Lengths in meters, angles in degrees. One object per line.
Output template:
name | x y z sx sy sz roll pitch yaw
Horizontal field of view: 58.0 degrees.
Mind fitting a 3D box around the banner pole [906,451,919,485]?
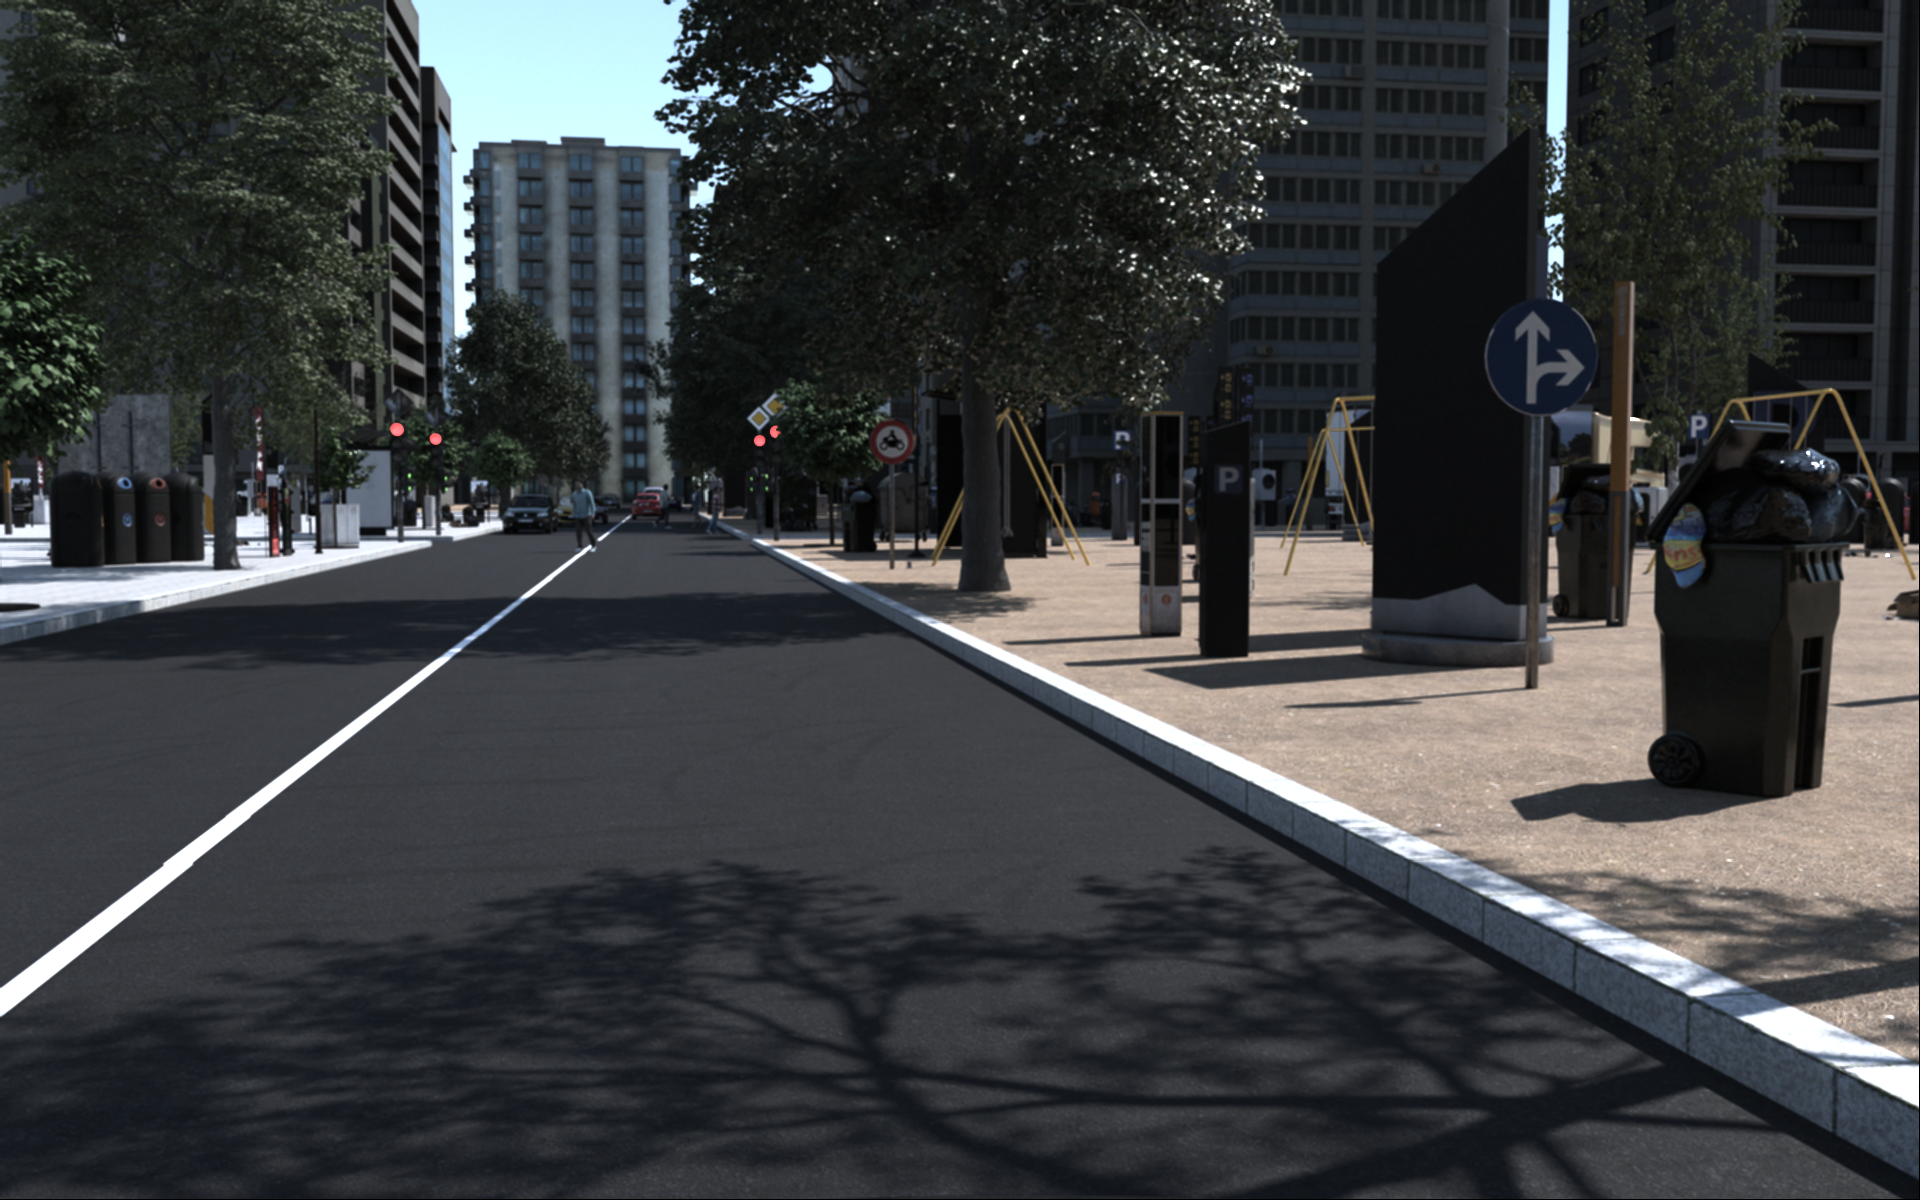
banner pole | -2.270 -5.831 85.361 0.863 3.779 0.401 1 4 11

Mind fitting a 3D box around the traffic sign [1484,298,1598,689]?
traffic sign | 3.775 -0.688 11.361 0.768 2.556 0.104 0 4 -7

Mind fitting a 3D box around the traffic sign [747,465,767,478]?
traffic sign | -6.721 -3.558 58.185 0.884 2.594 0.081 0 4 -3

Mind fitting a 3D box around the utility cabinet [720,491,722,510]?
utility cabinet | -17.366 -7.239 127.039 0.318 1.500 1.173 2 4 24

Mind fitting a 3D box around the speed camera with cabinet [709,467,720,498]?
speed camera with cabinet | -14.908 -7.071 109.946 2.038 3.252 0.660 -1 4 -9

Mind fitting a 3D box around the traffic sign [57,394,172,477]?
traffic sign | -17.259 -2.537 35.347 2.265 3.308 0.079 0 4 -2

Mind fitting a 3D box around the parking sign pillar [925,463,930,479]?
parking sign pillar | -1.740 -7.791 115.855 1.447 3.967 1.447 3 4 38

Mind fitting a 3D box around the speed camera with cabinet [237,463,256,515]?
speed camera with cabinet | -44.895 -7.011 108.969 0.660 3.252 2.038 -3 5 -40

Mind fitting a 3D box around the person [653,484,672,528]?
person | -12.382 -3.900 72.116 0.795 1.843 0.661 -2 4 -29

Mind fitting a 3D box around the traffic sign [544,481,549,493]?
traffic sign | -30.282 -7.703 126.057 0.768 2.556 0.104 0 4 -1

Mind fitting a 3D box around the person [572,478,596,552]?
person | -9.296 -2.104 42.913 0.660 1.820 0.620 1 4 16

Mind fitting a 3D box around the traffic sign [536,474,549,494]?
traffic sign | -26.057 -6.605 108.104 0.768 2.556 0.104 0 4 -4

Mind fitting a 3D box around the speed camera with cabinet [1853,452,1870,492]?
speed camera with cabinet | 40.247 -5.165 78.791 2.038 3.252 0.660 0 4 1

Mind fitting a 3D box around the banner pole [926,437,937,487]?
banner pole | -1.270 -5.232 75.566 0.401 3.779 0.863 -3 5 -40

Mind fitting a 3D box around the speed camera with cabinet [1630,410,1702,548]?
speed camera with cabinet | 16.788 -2.868 41.221 0.660 3.252 2.038 -3 5 -44

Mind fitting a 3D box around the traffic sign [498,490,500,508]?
traffic sign | -28.253 -6.484 106.125 0.768 2.556 0.104 0 4 -5

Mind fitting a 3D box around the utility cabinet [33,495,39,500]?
utility cabinet | -58.584 -6.003 109.308 0.306 1.237 1.020 1 4 20

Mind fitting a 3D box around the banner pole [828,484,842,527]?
banner pole | -4.889 -4.684 66.592 0.401 3.779 0.863 -1 4 -10

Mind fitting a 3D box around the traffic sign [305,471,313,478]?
traffic sign | -21.753 -3.596 58.796 0.884 2.594 0.081 -1 4 -10

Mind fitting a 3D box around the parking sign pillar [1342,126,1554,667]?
parking sign pillar | 3.880 -1.525 13.413 1.447 3.967 1.447 -3 5 -43

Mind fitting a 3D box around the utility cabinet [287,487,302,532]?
utility cabinet | -22.242 -3.009 57.872 0.318 1.500 1.173 -2 4 -28

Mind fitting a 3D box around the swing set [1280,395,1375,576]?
swing set | 7.191 -1.799 27.037 2.862 2.851 3.119 -3 5 -44

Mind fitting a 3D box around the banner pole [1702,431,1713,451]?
banner pole | 25.955 -4.310 60.489 0.401 3.779 0.863 -2 4 -35

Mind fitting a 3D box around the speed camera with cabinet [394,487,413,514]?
speed camera with cabinet | -35.606 -7.081 110.109 0.660 3.252 2.038 1 4 15

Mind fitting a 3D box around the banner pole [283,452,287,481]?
banner pole | -39.339 -6.787 100.982 0.401 3.779 0.863 -2 4 -31

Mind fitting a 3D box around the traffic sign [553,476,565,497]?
traffic sign | -28.635 -7.562 123.649 0.884 2.594 0.081 0 4 -4

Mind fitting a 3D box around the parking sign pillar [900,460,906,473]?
parking sign pillar | -3.509 -7.704 114.435 1.447 3.967 1.447 -2 4 -29

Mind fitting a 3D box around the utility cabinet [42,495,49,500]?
utility cabinet | -47.602 -4.835 90.209 0.306 1.237 1.020 -2 4 -34

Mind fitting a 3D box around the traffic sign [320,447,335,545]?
traffic sign | -15.191 -2.563 42.016 0.768 2.556 0.104 0 4 -5

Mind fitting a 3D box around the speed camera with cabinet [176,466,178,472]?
speed camera with cabinet | -54.045 -7.741 120.893 0.660 3.252 2.038 3 4 38

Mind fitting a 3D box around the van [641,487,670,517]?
van | -19.686 -6.395 111.570 2.013 2.044 4.112 -1 4 -9

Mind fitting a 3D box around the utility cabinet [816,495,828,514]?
utility cabinet | -8.894 -6.028 109.721 1.020 1.237 0.306 -1 4 -23

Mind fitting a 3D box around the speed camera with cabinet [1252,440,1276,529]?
speed camera with cabinet | 10.402 -4.162 62.388 2.038 3.252 0.660 -2 4 -28

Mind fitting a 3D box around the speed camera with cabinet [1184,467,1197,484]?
speed camera with cabinet | 7.878 -4.151 62.206 2.038 3.252 0.660 -2 4 -24

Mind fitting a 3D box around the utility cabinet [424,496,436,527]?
utility cabinet | -20.726 -3.466 67.832 0.306 1.237 1.020 0 4 -6

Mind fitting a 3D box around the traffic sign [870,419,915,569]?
traffic sign | -1.161 -1.801 29.560 0.768 2.556 0.104 0 4 -6

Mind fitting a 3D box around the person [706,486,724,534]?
person | -8.837 -3.245 62.399 0.643 1.720 0.563 -1 4 -10

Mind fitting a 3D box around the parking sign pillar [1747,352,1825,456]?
parking sign pillar | 15.572 -2.706 32.721 1.447 3.967 1.447 1 4 15

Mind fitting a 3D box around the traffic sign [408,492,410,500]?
traffic sign | -24.551 -4.711 77.125 0.768 2.556 0.104 0 4 -2

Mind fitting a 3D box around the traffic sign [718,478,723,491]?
traffic sign | -15.178 -6.639 110.684 0.606 2.300 0.079 0 4 -5

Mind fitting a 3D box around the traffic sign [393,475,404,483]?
traffic sign | -23.065 -4.294 71.393 0.795 2.450 0.064 0 4 -1

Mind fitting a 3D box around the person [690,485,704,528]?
person | -11.110 -3.960 73.273 0.654 1.822 0.581 -2 4 -26

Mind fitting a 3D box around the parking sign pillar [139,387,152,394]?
parking sign pillar | -20.886 -3.353 43.298 1.447 3.967 1.447 3 4 36

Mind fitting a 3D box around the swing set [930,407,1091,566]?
swing set | 0.873 -2.133 32.502 2.862 2.851 3.119 0 4 -2

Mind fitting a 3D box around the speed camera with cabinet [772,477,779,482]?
speed camera with cabinet | -9.935 -6.434 99.533 2.038 3.252 0.660 1 4 10

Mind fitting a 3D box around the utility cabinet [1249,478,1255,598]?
utility cabinet | 3.490 -0.784 21.491 0.318 1.500 1.173 1 4 12
